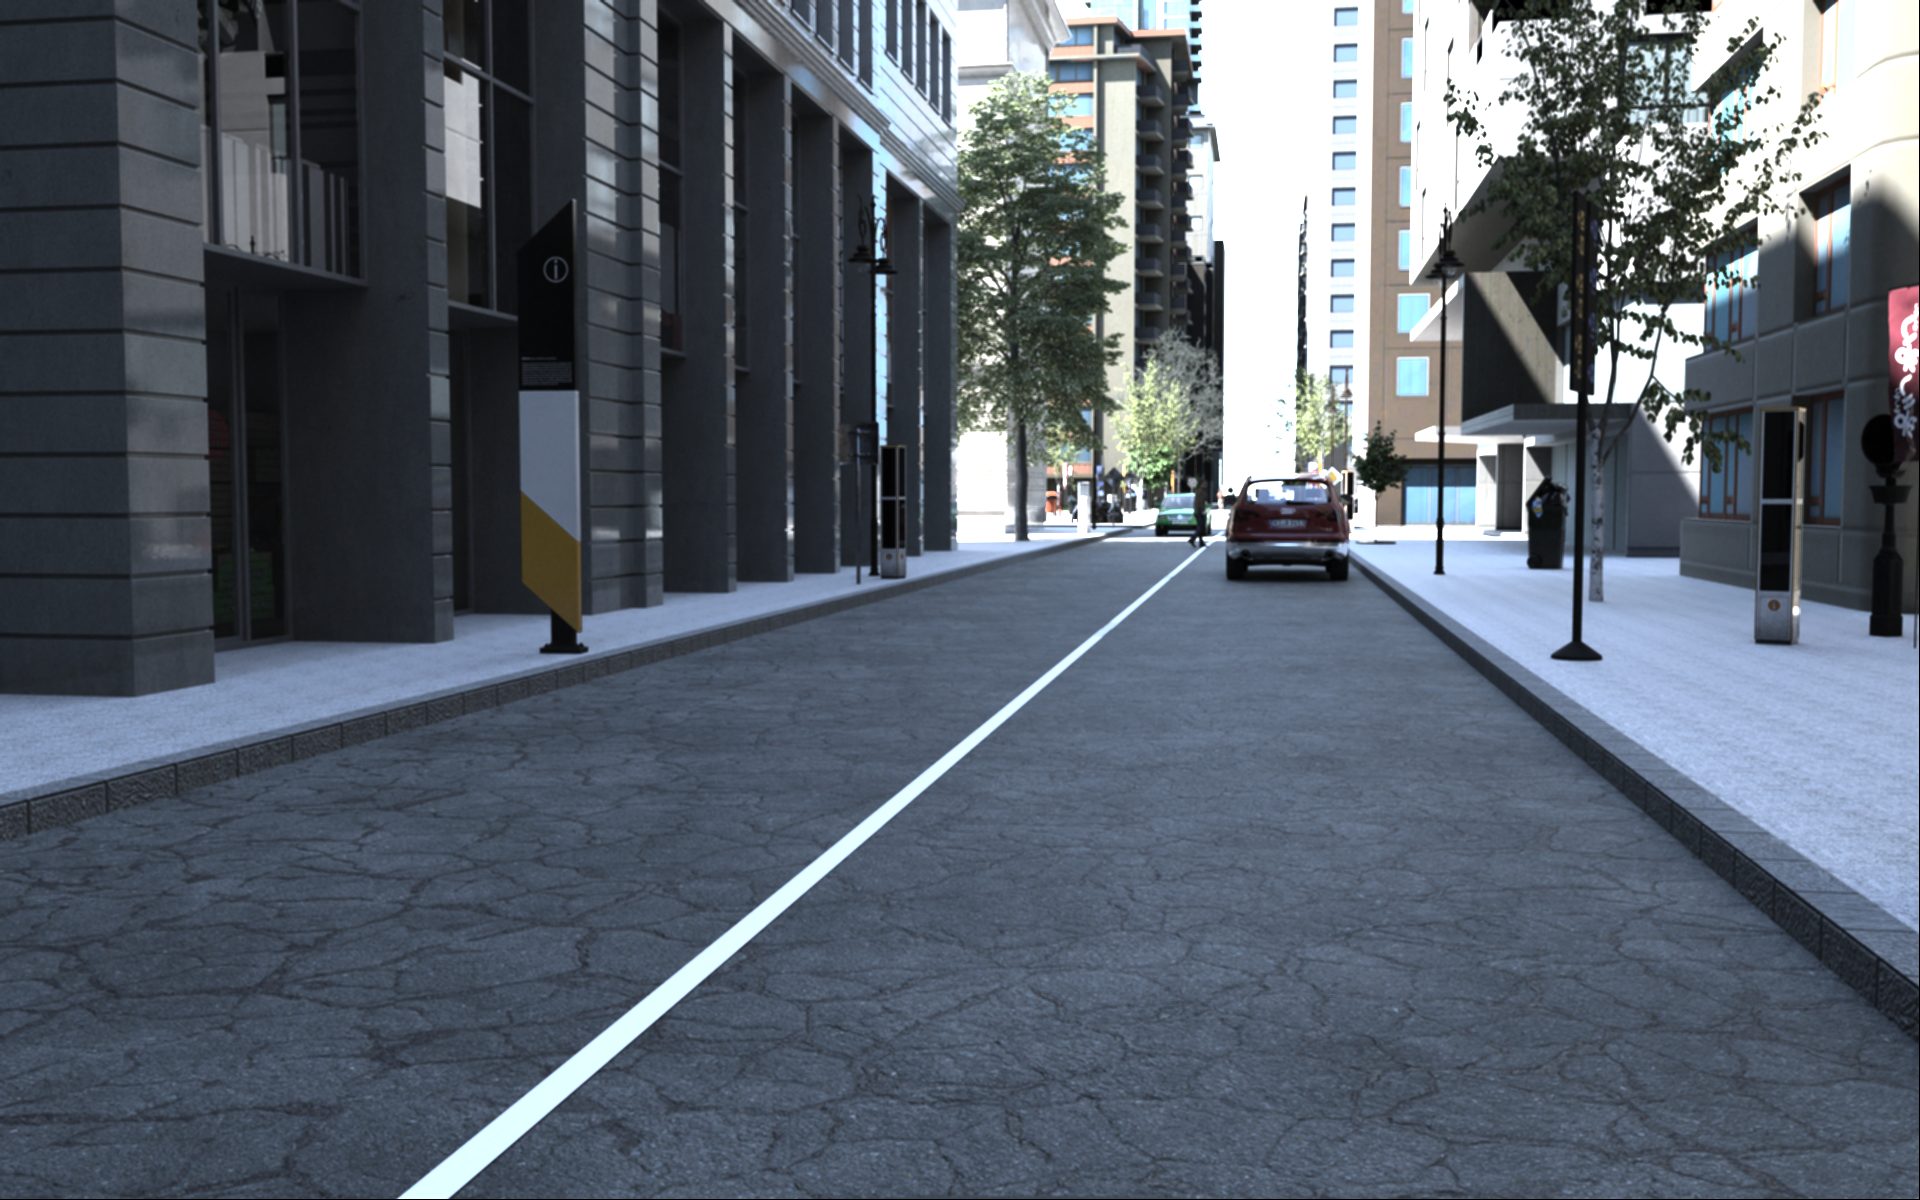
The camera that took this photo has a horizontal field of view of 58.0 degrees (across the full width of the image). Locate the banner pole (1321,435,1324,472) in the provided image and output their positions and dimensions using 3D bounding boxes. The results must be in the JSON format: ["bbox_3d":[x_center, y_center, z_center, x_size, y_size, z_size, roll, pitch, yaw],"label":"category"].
[{"bbox_3d":[15.203,-5.057,72.694,0.401,3.779,0.863,1,4,8],"label":"banner pole"}]

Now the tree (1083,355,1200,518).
[{"bbox_3d":[9.736,-8.693,92.501,4.737,8.622,4.395,0,3,0],"label":"tree"}]

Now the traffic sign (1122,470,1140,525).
[{"bbox_3d":[7.173,-4.234,72.865,0.795,2.450,0.064,1,4,10],"label":"traffic sign"}]

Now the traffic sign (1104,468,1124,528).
[{"bbox_3d":[5.772,-3.753,65.003,0.795,2.450,0.064,1,4,10],"label":"traffic sign"}]

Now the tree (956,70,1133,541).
[{"bbox_3d":[1.349,-7.892,47.168,7.486,12.596,7.792,0,3,0],"label":"tree"}]

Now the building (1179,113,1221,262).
[{"bbox_3d":[22.058,-40.156,245.787,28.713,52.752,27.495,1,4,10],"label":"building"}]

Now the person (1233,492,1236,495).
[{"bbox_3d":[38.258,-14.221,241.684,0.551,1.740,0.621,2,4,31],"label":"person"}]

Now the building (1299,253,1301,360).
[{"bbox_3d":[59.064,-36.017,243.494,22.147,44.769,28.867,1,4,10],"label":"building"}]

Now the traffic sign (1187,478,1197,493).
[{"bbox_3d":[17.975,-8.195,134.088,0.768,2.556,0.104,1,4,11],"label":"traffic sign"}]

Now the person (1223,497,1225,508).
[{"bbox_3d":[27.496,-10.353,181.001,0.697,1.427,0.421,2,4,33],"label":"person"}]

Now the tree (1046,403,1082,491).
[{"bbox_3d":[7.990,-11.526,138.819,4.737,8.622,4.395,0,3,0],"label":"tree"}]

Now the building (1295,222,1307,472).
[{"bbox_3d":[67.086,-40.698,289.111,21.300,48.544,21.600,1,4,10],"label":"building"}]

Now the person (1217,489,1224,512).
[{"bbox_3d":[21.483,-8.188,142.342,0.573,1.828,0.580,3,5,44],"label":"person"}]

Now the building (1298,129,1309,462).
[{"bbox_3d":[48.792,-32.614,187.864,22.147,44.769,28.867,1,4,10],"label":"building"}]

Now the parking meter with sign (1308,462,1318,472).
[{"bbox_3d":[19.493,-6.094,95.896,0.543,3.016,1.738,1,4,9],"label":"parking meter with sign"}]

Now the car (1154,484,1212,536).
[{"bbox_3d":[7.793,-3.147,60.253,1.959,1.807,4.718,1,4,11],"label":"car"}]

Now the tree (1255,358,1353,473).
[{"bbox_3d":[23.758,-11.290,119.006,7.601,10.594,8.767,1,4,14],"label":"tree"}]

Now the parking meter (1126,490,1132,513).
[{"bbox_3d":[11.348,-6.603,116.364,0.372,1.533,0.369,0,3,0],"label":"parking meter"}]

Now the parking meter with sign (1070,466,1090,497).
[{"bbox_3d":[7.756,-6.850,108.252,1.738,3.016,0.543,0,4,-7],"label":"parking meter with sign"}]

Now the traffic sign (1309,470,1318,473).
[{"bbox_3d":[18.900,-5.655,92.557,0.768,2.556,0.104,1,4,11],"label":"traffic sign"}]

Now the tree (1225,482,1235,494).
[{"bbox_3d":[44.481,-17.755,284.893,1.663,3.219,1.824,0,3,0],"label":"tree"}]

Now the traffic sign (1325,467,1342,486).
[{"bbox_3d":[13.639,-3.666,63.586,0.795,2.450,0.064,1,4,10],"label":"traffic sign"}]

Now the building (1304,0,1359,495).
[{"bbox_3d":[42.687,-37.756,159.307,21.231,58.520,28.212,1,4,10],"label":"building"}]

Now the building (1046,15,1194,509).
[{"bbox_3d":[10.471,-31.099,163.099,22.147,44.769,28.867,1,4,10],"label":"building"}]

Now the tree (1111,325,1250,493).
[{"bbox_3d":[15.893,-13.206,126.290,12.009,13.543,11.850,0,3,0],"label":"tree"}]

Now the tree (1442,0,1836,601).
[{"bbox_3d":[7.614,-4.277,20.288,4.737,8.622,4.395,0,3,0],"label":"tree"}]

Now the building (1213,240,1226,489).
[{"bbox_3d":[38.129,-39.498,295.903,14.600,45.320,14.200,1,4,10],"label":"building"}]

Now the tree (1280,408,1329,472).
[{"bbox_3d":[27.787,-11.507,138.497,4.360,8.622,3.978,0,3,0],"label":"tree"}]

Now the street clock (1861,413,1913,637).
[{"bbox_3d":[8.376,-0.675,15.609,0.358,2.002,0.471,-1,4,-20],"label":"street clock"}]

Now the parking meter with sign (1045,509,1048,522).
[{"bbox_3d":[3.594,-5.108,79.780,0.543,3.016,1.738,1,4,20],"label":"parking meter with sign"}]

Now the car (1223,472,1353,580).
[{"bbox_3d":[5.761,-1.334,30.481,2.281,1.827,5.304,1,4,11],"label":"car"}]

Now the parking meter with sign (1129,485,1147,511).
[{"bbox_3d":[13.702,-8.406,133.693,0.543,3.016,1.738,-3,5,-45],"label":"parking meter with sign"}]

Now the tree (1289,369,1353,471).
[{"bbox_3d":[21.084,-9.250,101.592,4.737,8.622,4.395,0,3,0],"label":"tree"}]

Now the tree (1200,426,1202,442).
[{"bbox_3d":[13.187,-9.765,110.024,4.737,8.622,4.395,0,3,0],"label":"tree"}]

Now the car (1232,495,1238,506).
[{"bbox_3d":[31.381,-11.102,193.881,2.083,1.381,4.827,1,4,9],"label":"car"}]

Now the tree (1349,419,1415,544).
[{"bbox_3d":[10.895,-3.067,44.740,1.663,3.219,1.824,0,3,0],"label":"tree"}]

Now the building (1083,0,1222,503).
[{"bbox_3d":[30.450,-58.742,273.096,22.319,86.520,31.000,1,4,10],"label":"building"}]

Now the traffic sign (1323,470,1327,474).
[{"bbox_3d":[15.040,-4.147,71.448,0.795,2.450,0.064,1,4,10],"label":"traffic sign"}]

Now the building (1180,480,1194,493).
[{"bbox_3d":[10.028,-30.480,190.230,32.217,40.220,23.993,1,4,10],"label":"building"}]

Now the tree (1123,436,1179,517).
[{"bbox_3d":[10.781,-7.004,98.229,4.285,4.588,4.351,0,3,0],"label":"tree"}]

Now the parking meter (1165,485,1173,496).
[{"bbox_3d":[12.550,-6.015,104.053,0.399,1.863,0.255,-3,4,-36],"label":"parking meter"}]

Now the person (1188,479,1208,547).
[{"bbox_3d":[6.471,-2.340,46.675,0.836,1.842,0.656,-3,5,-41],"label":"person"}]

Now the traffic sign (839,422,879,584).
[{"bbox_3d":[-1.443,-1.375,24.611,0.606,2.300,0.079,1,4,18],"label":"traffic sign"}]

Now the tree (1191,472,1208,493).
[{"bbox_3d":[21.458,-9.834,155.385,1.663,3.219,1.824,0,3,0],"label":"tree"}]
